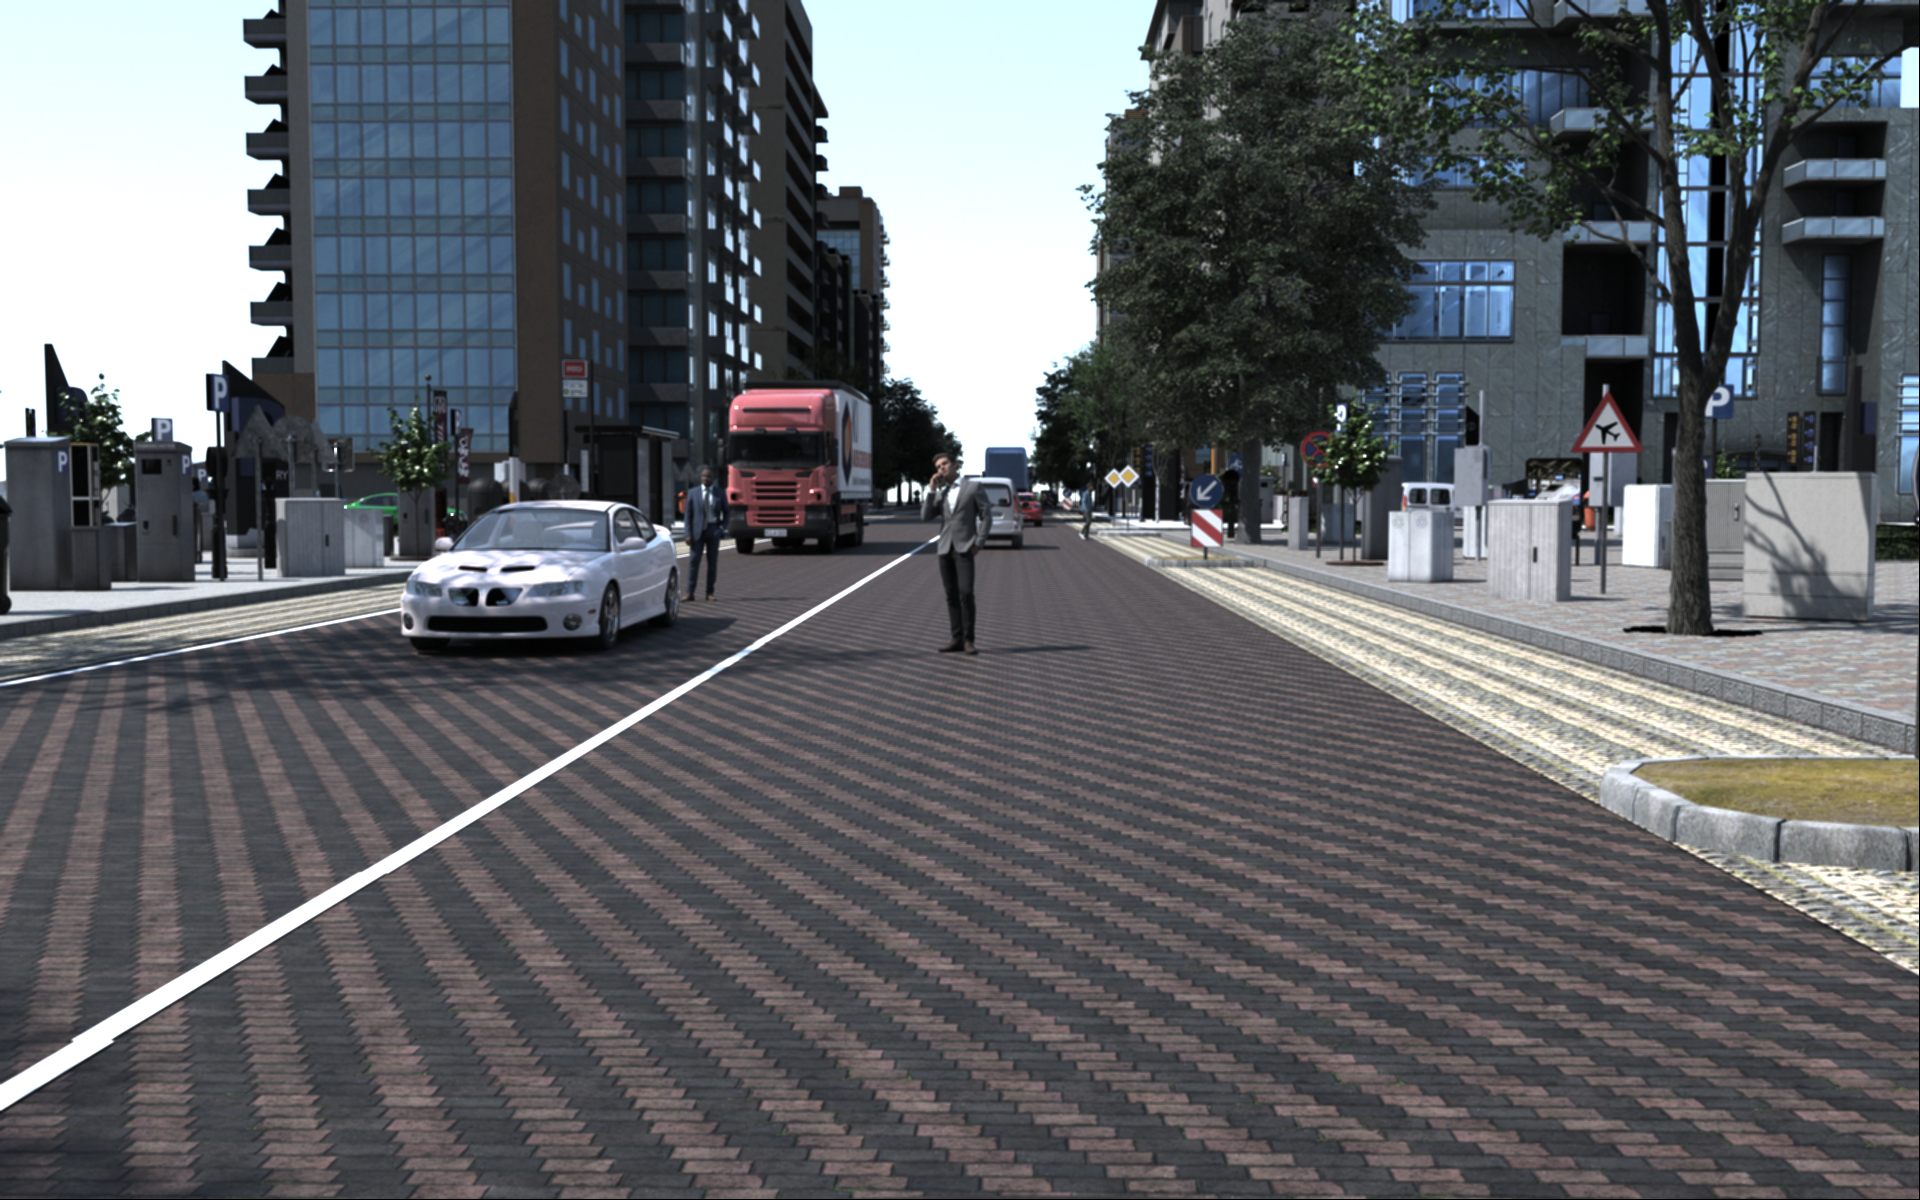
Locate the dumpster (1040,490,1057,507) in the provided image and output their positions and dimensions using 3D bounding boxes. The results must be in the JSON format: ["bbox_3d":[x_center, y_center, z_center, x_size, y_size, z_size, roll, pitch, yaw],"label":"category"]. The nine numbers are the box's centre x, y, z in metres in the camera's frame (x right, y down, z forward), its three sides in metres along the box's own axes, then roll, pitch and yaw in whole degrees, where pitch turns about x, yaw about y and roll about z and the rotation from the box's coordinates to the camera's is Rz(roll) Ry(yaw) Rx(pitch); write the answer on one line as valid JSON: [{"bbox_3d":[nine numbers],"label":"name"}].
[{"bbox_3d":[9.278,-10.553,180.755,1.865,1.857,1.264,0,4,3],"label":"dumpster"}]

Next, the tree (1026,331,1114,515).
[{"bbox_3d":[9.468,-11.141,107.914,9.928,11.665,9.643,0,3,0],"label":"tree"}]

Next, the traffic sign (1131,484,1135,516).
[{"bbox_3d":[9.905,-6.090,99.685,0.768,2.556,0.104,0,4,6],"label":"traffic sign"}]

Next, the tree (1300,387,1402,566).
[{"bbox_3d":[7.177,-2.254,31.448,1.663,3.219,1.824,0,3,0],"label":"tree"}]

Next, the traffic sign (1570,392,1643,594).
[{"bbox_3d":[8.255,-1.355,22.160,0.884,2.594,0.081,1,4,9],"label":"traffic sign"}]

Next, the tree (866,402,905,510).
[{"bbox_3d":[-6.813,-11.615,140.269,4.360,8.622,3.978,0,3,0],"label":"tree"}]

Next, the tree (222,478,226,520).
[{"bbox_3d":[-35.920,-5.573,85.717,1.663,3.219,1.824,0,3,0],"label":"tree"}]

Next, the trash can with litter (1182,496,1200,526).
[{"bbox_3d":[9.353,-3.487,68.402,0.624,1.170,1.055,-1,4,-13],"label":"trash can with litter"}]

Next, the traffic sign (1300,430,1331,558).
[{"bbox_3d":[7.182,-2.112,34.641,0.768,2.556,0.104,1,4,11],"label":"traffic sign"}]

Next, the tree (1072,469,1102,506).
[{"bbox_3d":[9.962,-8.539,134.222,1.663,3.219,1.824,0,3,0],"label":"tree"}]

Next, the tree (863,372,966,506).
[{"bbox_3d":[-6.218,-16.739,180.339,9.857,13.997,8.962,0,3,0],"label":"tree"}]

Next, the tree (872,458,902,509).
[{"bbox_3d":[-6.585,-10.102,148.878,4.285,4.588,4.351,0,3,0],"label":"tree"}]

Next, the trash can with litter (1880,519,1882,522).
[{"bbox_3d":[37.699,-3.689,71.697,1.055,1.170,0.624,3,4,36],"label":"trash can with litter"}]

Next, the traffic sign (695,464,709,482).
[{"bbox_3d":[-11.010,-4.538,74.304,0.768,2.556,0.104,0,4,8],"label":"traffic sign"}]

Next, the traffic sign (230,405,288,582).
[{"bbox_3d":[-10.245,-1.547,25.294,0.884,2.594,0.081,0,4,7],"label":"traffic sign"}]

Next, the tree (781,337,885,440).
[{"bbox_3d":[-8.324,-10.375,104.043,8.767,10.594,7.601,2,4,34],"label":"tree"}]

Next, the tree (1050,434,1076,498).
[{"bbox_3d":[12.551,-15.360,201.498,4.737,8.622,4.395,0,3,0],"label":"tree"}]

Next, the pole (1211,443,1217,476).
[{"bbox_3d":[9.897,-4.507,67.529,0.158,3.312,0.155,0,3,0],"label":"pole"}]

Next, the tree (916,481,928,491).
[{"bbox_3d":[-5.360,-16.247,216.007,4.737,8.622,4.395,0,3,0],"label":"tree"}]

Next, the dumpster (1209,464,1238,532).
[{"bbox_3d":[8.831,-3.326,56.871,1.502,2.255,1.985,0,4,2],"label":"dumpster"}]

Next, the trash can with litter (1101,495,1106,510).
[{"bbox_3d":[11.054,-7.834,139.148,2.233,1.210,1.678,-1,4,-14],"label":"trash can with litter"}]

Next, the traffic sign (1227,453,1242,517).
[{"bbox_3d":[8.634,-3.266,53.499,0.768,2.556,0.104,0,4,3],"label":"traffic sign"}]

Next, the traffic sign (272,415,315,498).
[{"bbox_3d":[-10.769,-1.702,27.936,0.768,2.556,0.104,0,4,5],"label":"traffic sign"}]

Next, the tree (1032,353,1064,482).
[{"bbox_3d":[11.148,-15.193,155.067,9.857,13.997,8.962,0,3,0],"label":"tree"}]

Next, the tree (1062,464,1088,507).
[{"bbox_3d":[11.563,-11.559,172.704,4.285,4.588,4.351,0,3,0],"label":"tree"}]

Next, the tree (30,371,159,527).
[{"bbox_3d":[-13.417,-1.998,27.274,1.663,3.219,1.824,0,3,0],"label":"tree"}]

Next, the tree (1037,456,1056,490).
[{"bbox_3d":[13.725,-18.979,260.672,4.360,8.622,3.978,0,3,0],"label":"tree"}]

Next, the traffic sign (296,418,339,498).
[{"bbox_3d":[-10.985,-1.802,29.471,0.884,2.594,0.081,1,4,10],"label":"traffic sign"}]

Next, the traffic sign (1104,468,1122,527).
[{"bbox_3d":[5.958,-3.874,66.987,0.795,2.450,0.064,0,4,2],"label":"traffic sign"}]

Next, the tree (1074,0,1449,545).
[{"bbox_3d":[7.321,-8.387,43.779,9.857,13.997,8.962,0,3,0],"label":"tree"}]

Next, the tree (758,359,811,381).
[{"bbox_3d":[-9.623,-8.744,93.320,4.737,8.622,4.395,0,3,0],"label":"tree"}]

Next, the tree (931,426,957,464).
[{"bbox_3d":[-4.070,-20.272,257.195,9.928,11.665,9.643,0,3,0],"label":"tree"}]

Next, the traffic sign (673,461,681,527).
[{"bbox_3d":[-11.304,-4.184,68.409,0.884,2.594,0.081,0,4,5],"label":"traffic sign"}]

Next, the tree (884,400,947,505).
[{"bbox_3d":[-5.876,-17.720,206.733,9.611,12.733,9.660,0,3,0],"label":"tree"}]

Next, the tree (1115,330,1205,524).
[{"bbox_3d":[8.815,-7.621,74.974,4.360,8.622,3.978,0,3,0],"label":"tree"}]

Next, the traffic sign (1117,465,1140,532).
[{"bbox_3d":[5.725,-3.386,59.005,0.795,2.450,0.064,0,4,2],"label":"traffic sign"}]

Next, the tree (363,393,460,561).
[{"bbox_3d":[-10.423,-2.370,33.355,1.663,3.219,1.824,0,3,0],"label":"tree"}]

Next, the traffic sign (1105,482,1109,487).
[{"bbox_3d":[11.921,-8.416,137.608,0.884,2.594,0.081,1,4,10],"label":"traffic sign"}]

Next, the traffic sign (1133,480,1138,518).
[{"bbox_3d":[9.463,-5.680,92.977,0.768,2.556,0.104,0,4,6],"label":"traffic sign"}]

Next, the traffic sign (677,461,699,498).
[{"bbox_3d":[-10.712,-4.167,68.127,0.884,2.594,0.081,0,4,7],"label":"traffic sign"}]

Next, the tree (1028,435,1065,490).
[{"bbox_3d":[15.291,-22.891,291.267,9.611,12.733,9.660,0,3,0],"label":"tree"}]

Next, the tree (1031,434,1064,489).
[{"bbox_3d":[14.674,-21.461,269.010,7.486,12.596,7.792,0,3,0],"label":"tree"}]

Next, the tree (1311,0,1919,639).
[{"bbox_3d":[6.852,-5.498,15.652,9.928,11.665,9.643,0,3,0],"label":"tree"}]

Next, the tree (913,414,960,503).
[{"bbox_3d":[-5.309,-20.103,239.052,12.009,13.543,11.850,0,3,0],"label":"tree"}]

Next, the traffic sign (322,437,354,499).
[{"bbox_3d":[-11.206,-1.778,31.195,0.606,2.300,0.079,0,4,8],"label":"traffic sign"}]
